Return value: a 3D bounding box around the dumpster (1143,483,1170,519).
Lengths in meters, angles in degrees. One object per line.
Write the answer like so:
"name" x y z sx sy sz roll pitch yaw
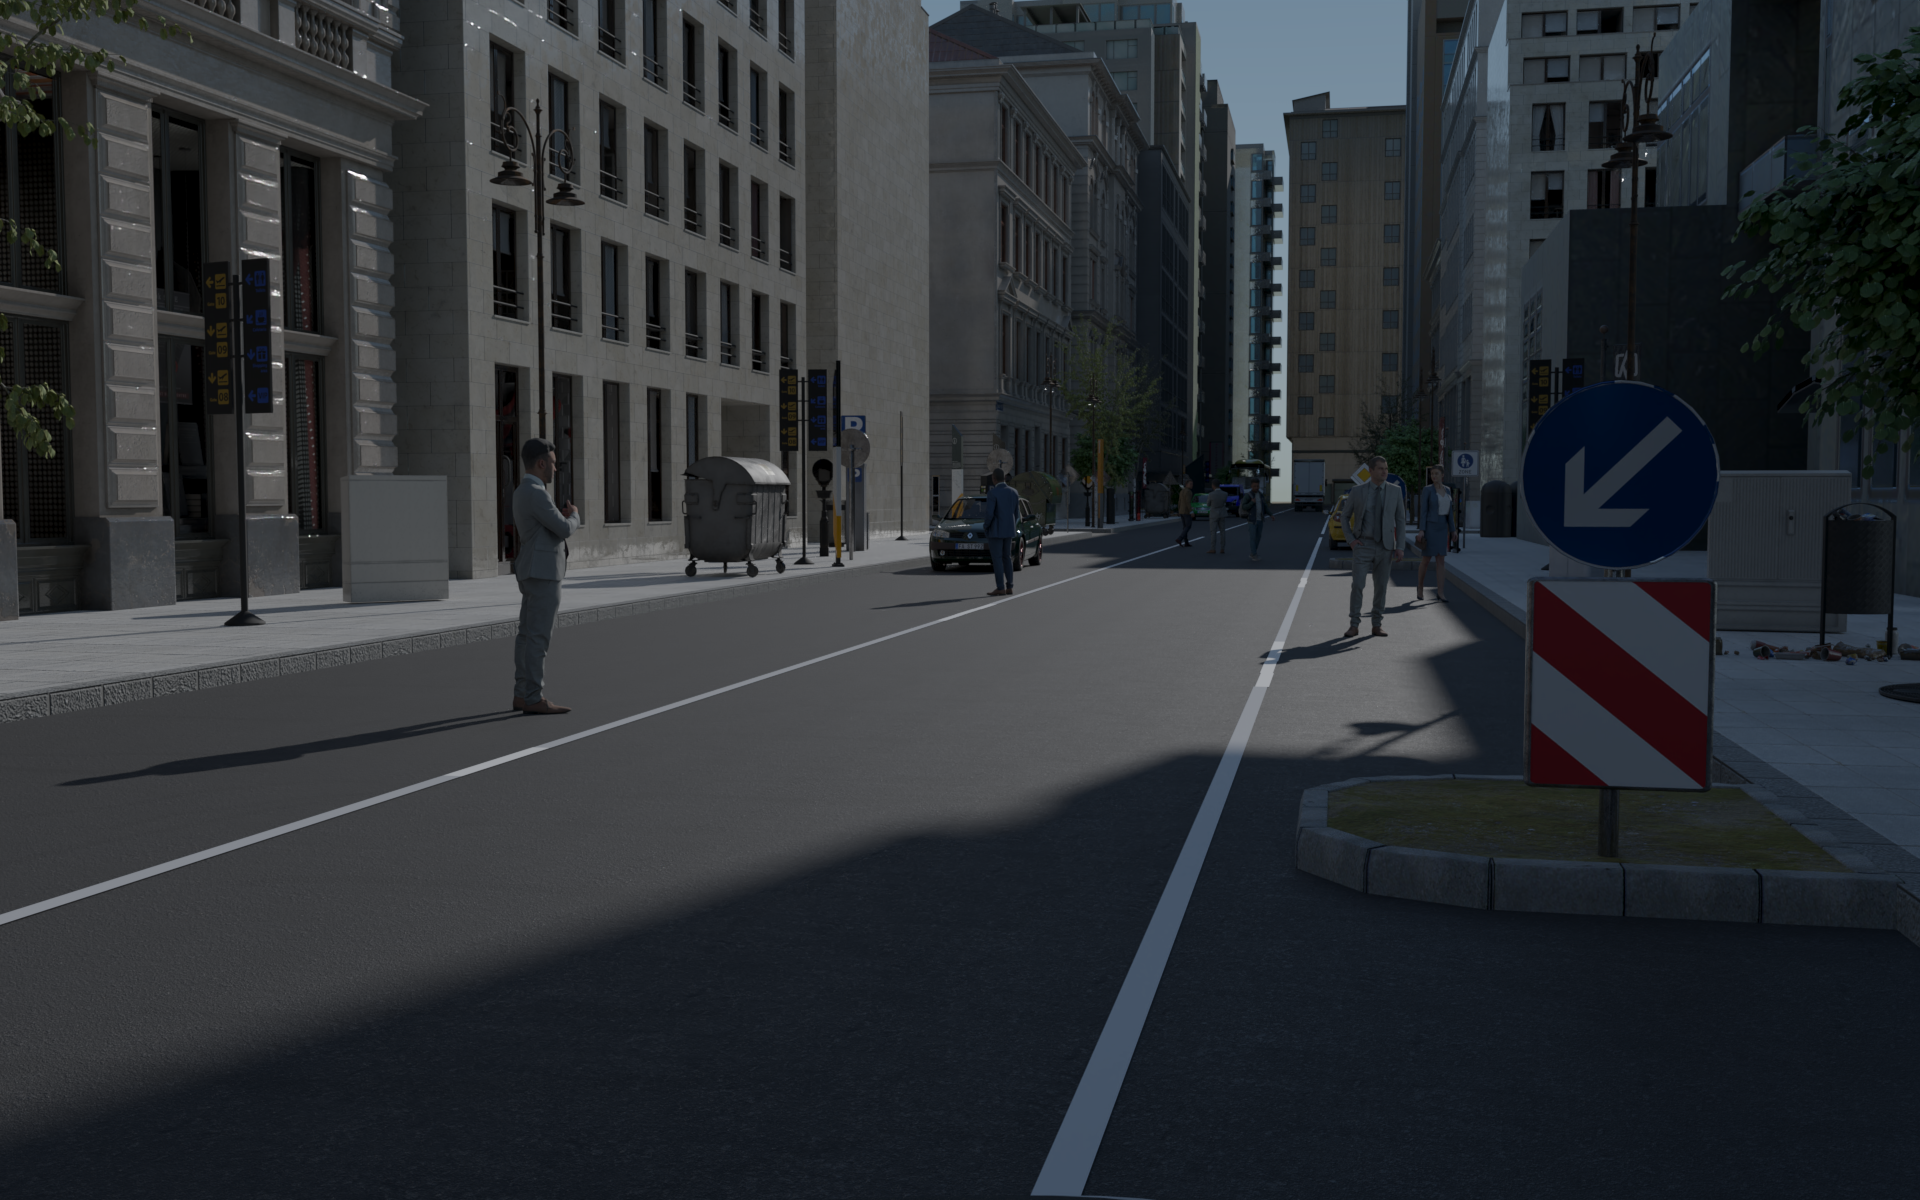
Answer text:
"dumpster" 10.292 -5.200 90.785 1.264 1.857 1.865 1 4 12

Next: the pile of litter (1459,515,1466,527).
"pile of litter" 19.213 -3.253 67.153 1.176 0.858 1.719 -2 4 -34

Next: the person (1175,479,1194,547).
"person" 6.119 -2.351 46.852 0.656 1.842 0.836 3 5 40

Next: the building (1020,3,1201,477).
"building" 12.704 -28.351 147.138 14.154 41.232 14.086 1 4 12

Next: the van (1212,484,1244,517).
"van" 16.733 -6.365 108.448 2.240 2.365 5.245 1 4 13

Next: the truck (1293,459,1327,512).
"truck" 29.254 -9.540 144.889 2.839 4.237 11.283 1 4 12

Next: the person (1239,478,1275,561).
"person" 6.370 -1.745 37.385 0.623 1.781 0.721 -3 5 -41

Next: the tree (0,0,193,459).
"tree" -6.901 -3.672 10.396 4.737 8.622 4.395 0 3 0

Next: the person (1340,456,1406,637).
"person" 4.174 -0.545 17.508 0.635 1.810 0.391 0 4 -2

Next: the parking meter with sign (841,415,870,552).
"parking meter with sign" -2.327 -2.628 39.232 0.543 3.016 1.738 0 4 2

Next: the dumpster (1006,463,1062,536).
"dumpster" 2.279 -3.130 53.668 1.502 2.255 1.985 1 4 12

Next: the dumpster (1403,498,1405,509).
"dumpster" 23.963 -5.492 95.561 1.264 1.857 1.865 1 4 12

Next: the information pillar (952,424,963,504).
"information pillar" -0.092 -4.074 57.963 0.183 3.616 0.504 -3 5 -42

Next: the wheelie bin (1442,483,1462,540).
"wheelie bin" 13.474 -2.473 48.348 0.980 1.594 0.693 -1 4 -11

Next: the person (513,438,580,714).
"person" -2.714 -0.168 11.422 0.466 1.800 0.511 -3 5 -39

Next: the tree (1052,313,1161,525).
"tree" 5.806 -7.376 70.955 4.737 8.622 4.395 0 3 0

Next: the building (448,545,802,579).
"building" -10.596 -11.005 34.680 10.420 20.320 16.860 1 4 12

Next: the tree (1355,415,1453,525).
"tree" 18.680 -5.372 71.547 4.285 4.588 4.351 0 3 0

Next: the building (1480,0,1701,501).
"building" 29.732 -13.038 67.929 16.860 20.320 10.420 1 4 12

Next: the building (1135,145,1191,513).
"building" 8.607 -20.318 125.700 14.314 27.812 24.014 1 4 12

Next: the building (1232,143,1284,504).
"building" 28.536 -37.734 236.559 30.456 49.044 23.786 1 4 12

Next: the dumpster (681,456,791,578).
"dumpster" -3.542 -1.320 27.347 1.264 1.857 1.865 1 4 12

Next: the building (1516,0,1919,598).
"building" 23.634 -43.859 29.760 22.319 86.520 31.000 1 4 12

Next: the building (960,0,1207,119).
"building" 12.380 -33.692 170.473 23.786 49.044 30.456 1 4 12

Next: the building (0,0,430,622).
"building" -14.648 -11.460 16.243 11.050 23.489 19.941 1 4 12

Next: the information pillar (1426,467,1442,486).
"information pillar" 12.661 -2.557 46.301 0.304 2.012 0.304 -3 5 -39

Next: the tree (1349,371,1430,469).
"tree" 25.686 -9.318 102.713 4.360 8.622 3.978 0 3 0

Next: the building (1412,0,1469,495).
"building" 46.419 -30.493 148.669 14.600 45.320 14.200 1 4 12

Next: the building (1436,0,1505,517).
"building" 33.749 -19.635 98.528 11.434 29.767 29.804 1 4 12

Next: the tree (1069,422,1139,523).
"tree" 6.295 -5.665 76.341 4.285 4.588 4.351 0 3 0

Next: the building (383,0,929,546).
"building" -10.315 -12.065 52.021 16.860 20.320 10.420 1 4 12

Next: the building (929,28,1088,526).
"building" -1.366 -14.900 79.779 11.583 22.565 21.152 1 4 12

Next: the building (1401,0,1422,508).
"building" 54.006 -38.305 168.279 21.231 58.520 28.212 1 4 12

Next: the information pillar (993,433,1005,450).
"information pillar" 1.466 -4.545 65.662 0.504 3.616 0.183 0 4 7

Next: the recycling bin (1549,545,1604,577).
"recycling bin" 8.872 -0.735 24.566 0.722 1.027 0.722 -2 4 -31

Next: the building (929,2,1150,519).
"building" 2.984 -19.229 101.782 14.401 28.519 23.554 1 4 12

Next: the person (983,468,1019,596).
"person" 0.593 -0.969 24.518 0.419 1.800 0.721 3 5 41

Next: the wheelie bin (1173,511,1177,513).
"wheelie bin" 14.604 -6.713 117.658 0.980 1.594 0.693 1 4 23

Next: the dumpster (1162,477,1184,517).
"dumpster" 11.997 -5.857 98.255 1.502 2.255 1.985 1 4 12

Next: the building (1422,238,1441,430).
"building" 39.333 -17.578 123.559 11.583 22.565 21.152 1 4 12

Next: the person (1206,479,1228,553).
"person" 6.213 -2.037 41.989 0.511 1.800 0.466 -2 4 -28

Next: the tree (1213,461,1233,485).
"tree" 26.480 -11.356 169.380 4.285 4.588 4.351 0 3 0

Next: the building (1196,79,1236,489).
"building" 20.712 -35.366 201.933 21.600 48.544 21.300 1 4 12

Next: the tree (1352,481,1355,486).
"tree" 21.155 -5.923 80.548 4.285 4.588 4.351 0 3 0

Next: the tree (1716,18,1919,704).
"tree" 6.521 -1.653 10.748 4.285 4.588 4.351 0 3 0

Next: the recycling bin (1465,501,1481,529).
"recycling bin" 19.237 -3.169 64.368 0.722 1.027 0.722 0 4 3

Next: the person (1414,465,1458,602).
"person" 6.348 -0.894 23.148 0.581 1.822 0.654 0 4 -4

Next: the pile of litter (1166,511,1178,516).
"pile of litter" 12.146 -5.292 100.492 1.176 0.858 1.719 2 4 24

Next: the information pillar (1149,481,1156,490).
"information pillar" 11.021 -5.788 99.130 0.304 2.012 0.304 0 4 -6

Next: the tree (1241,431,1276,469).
"tree" 34.375 -15.271 200.047 4.360 8.622 3.978 0 3 0

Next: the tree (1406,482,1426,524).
"tree" 19.735 -4.915 74.966 1.663 3.219 1.824 0 3 0

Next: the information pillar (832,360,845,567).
"information pillar" -2.171 -2.400 30.591 0.183 3.616 0.504 -1 4 -11

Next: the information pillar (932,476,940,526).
"information pillar" -0.970 -3.963 69.286 0.304 2.012 0.304 0 4 -1

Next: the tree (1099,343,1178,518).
"tree" 8.613 -8.252 85.279 4.360 8.622 3.978 0 3 0
